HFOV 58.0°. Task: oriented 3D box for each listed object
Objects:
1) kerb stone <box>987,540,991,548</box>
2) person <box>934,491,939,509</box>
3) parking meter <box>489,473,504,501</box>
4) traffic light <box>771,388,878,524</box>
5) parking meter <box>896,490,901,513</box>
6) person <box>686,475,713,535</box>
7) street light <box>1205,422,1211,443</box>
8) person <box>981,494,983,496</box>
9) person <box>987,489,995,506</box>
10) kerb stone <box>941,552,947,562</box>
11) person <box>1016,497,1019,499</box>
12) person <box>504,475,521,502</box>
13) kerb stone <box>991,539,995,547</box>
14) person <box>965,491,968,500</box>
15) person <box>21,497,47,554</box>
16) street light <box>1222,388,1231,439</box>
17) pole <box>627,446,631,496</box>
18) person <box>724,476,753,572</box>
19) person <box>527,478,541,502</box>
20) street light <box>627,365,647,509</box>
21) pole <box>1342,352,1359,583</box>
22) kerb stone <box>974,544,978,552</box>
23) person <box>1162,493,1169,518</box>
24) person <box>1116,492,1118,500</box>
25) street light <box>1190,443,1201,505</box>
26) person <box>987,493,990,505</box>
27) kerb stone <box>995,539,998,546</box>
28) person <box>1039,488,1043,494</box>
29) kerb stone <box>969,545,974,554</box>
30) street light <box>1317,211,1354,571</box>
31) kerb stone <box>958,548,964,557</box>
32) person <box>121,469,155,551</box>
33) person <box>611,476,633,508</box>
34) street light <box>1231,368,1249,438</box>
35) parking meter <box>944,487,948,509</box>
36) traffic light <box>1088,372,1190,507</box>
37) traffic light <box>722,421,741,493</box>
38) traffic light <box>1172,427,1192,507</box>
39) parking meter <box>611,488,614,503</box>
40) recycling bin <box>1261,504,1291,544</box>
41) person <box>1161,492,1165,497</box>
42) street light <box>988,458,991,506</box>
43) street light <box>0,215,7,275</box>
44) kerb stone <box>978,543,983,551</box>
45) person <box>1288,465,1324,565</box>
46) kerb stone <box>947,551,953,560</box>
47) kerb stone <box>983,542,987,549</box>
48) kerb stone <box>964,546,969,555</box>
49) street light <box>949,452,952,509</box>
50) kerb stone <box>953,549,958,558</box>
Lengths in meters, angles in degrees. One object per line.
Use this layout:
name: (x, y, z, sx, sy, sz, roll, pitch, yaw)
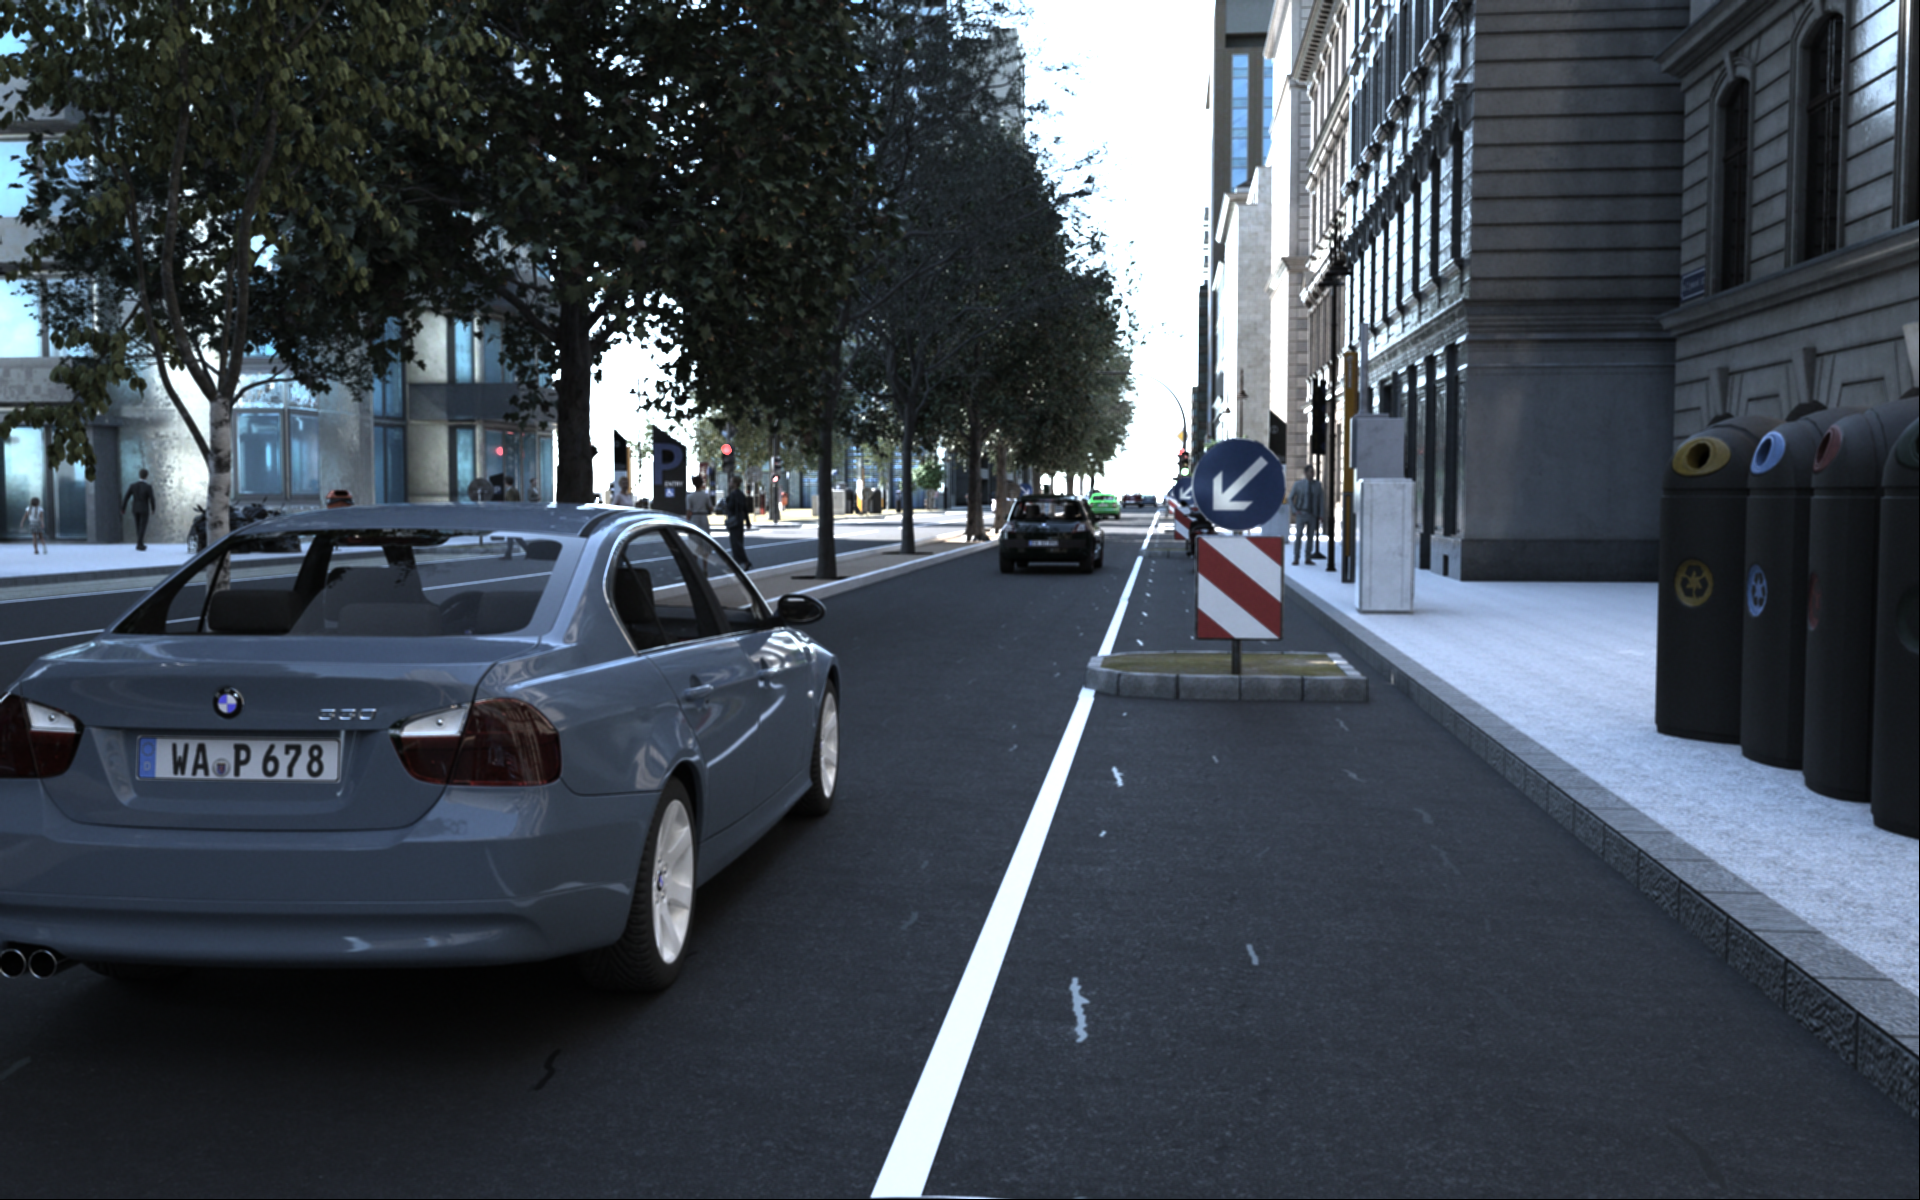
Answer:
kerb stone: (0.636, -1.433, 45.656, 0.120, 0.150, 1.000, 0, 4, 7)
person: (-2.029, -8.518, 145.320, 0.555, 1.821, 0.388, 2, 4, 33)
parking meter: (-12.765, -2.567, 47.686, 0.399, 1.863, 0.255, -1, 4, -23)
traffic light: (-5.806, -6.075, 73.992, 4.771, 5.953, 1.251, 0, 4, 7)
parking meter: (-4.225, -6.764, 119.005, 0.372, 1.533, 0.369, 0, 3, 0)
person: (-4.517, -1.282, 30.024, 0.480, 1.755, 0.524, -1, 4, -16)
street light: (15.898, -8.450, 110.937, 0.468, 5.910, 1.993, 0, 4, 7)
person: (2.121, -11.076, 187.673, 0.617, 1.759, 0.750, 1, 4, 19)
person: (3.583, -11.412, 192.707, 1.350, 1.814, 0.705, 2, 4, 31)
kerb stone: (-0.448, -0.874, 36.485, 0.120, 0.150, 1.000, 0, 4, 7)
person: (5.412, -9.520, 164.972, 0.721, 1.723, 1.217, 3, 5, 40)
person: (-9.759, -1.806, 37.946, 0.836, 1.842, 0.656, -2, 4, -34)
kerb stone: (0.757, -1.491, 46.677, 0.120, 0.150, 1.000, 0, 4, 7)
person: (0.748, -7.981, 139.340, 0.716, 1.782, 0.532, -2, 4, -35)
person: (-19.742, -1.581, 36.914, 0.505, 1.210, 0.382, -1, 4, -22)
street light: (11.665, -6.288, 75.603, 0.468, 5.910, 1.993, 0, 4, 7)
pole: (-14.196, -4.914, 74.183, 0.158, 3.312, 0.155, 0, 3, 0)
person: (-4.095, -1.420, 32.135, 0.534, 1.772, 0.576, 0, 4, -1)
person: (-12.739, -2.771, 51.903, 0.362, 1.759, 0.519, 0, 4, 7)
street light: (-11.484, -5.459, 62.043, 0.468, 5.910, 1.993, 0, 4, 7)
pole: (5.627, -1.904, 24.970, 0.158, 3.312, 0.155, 0, 3, 0)
kerb stone: (0.277, -1.245, 42.594, 0.120, 0.150, 1.000, 0, 4, 7)
person: (11.995, -5.453, 100.260, 0.523, 1.515, 0.503, -3, 4, -36)
person: (23.633, -15.431, 260.793, 0.705, 1.824, 1.348, 1, 4, 11)
street light: (20.774, -11.011, 152.825, 0.468, 5.910, 1.993, 0, 4, 7)
person: (3.436, -11.382, 195.359, 0.991, 1.433, 0.599, 2, 4, 34)
kerb stone: (0.882, -1.559, 47.691, 0.120, 0.150, 1.000, 0, 4, 7)
person: (3.733, -4.290, 79.649, 0.512, 1.701, 0.522, 1, 4, 15)
kerb stone: (0.149, -1.185, 41.580, 0.120, 0.150, 1.000, 0, 4, 7)
street light: (6.173, -3.416, 28.635, 0.468, 5.910, 1.993, 0, 4, 7)
kerb stone: (-0.087, -1.060, 39.534, 0.120, 0.150, 1.000, 0, 4, 7)
person: (-18.591, -2.051, 39.359, 0.659, 1.850, 0.755, 0, 3, 0)
person: (-6.066, -1.294, 30.336, 0.598, 1.740, 0.731, 1, 4, 14)
street light: (10.330, -5.558, 63.663, 0.468, 5.910, 1.993, 0, 4, 7)
parking meter: (-1.208, -8.535, 145.255, 0.255, 1.863, 0.399, 1, 4, 15)
traffic light: (6.224, -5.486, 64.371, 4.771, 5.953, 1.251, 0, 4, 7)
traffic light: (-8.832, -4.731, 66.272, 0.839, 4.253, 0.868, 0, 4, 7)
traffic light: (9.251, -5.093, 72.197, 0.839, 4.253, 0.868, 0, 4, 7)
parking meter: (-15.084, -4.119, 75.749, 0.372, 1.533, 0.369, 0, 3, 0)
recycling bin: (8.209, -1.985, 45.013, 0.722, 1.027, 0.722, 1, 4, 14)
person: (33.638, -16.926, 285.969, 0.721, 1.736, 1.217, -3, 4, -36)
street light: (3.280, -13.087, 186.765, 0.468, 5.910, 1.993, 0, 4, 7)
street light: (-15.564, -3.322, 27.104, 0.468, 5.910, 1.993, 0, 4, 7)
kerb stone: (0.399, -1.310, 43.609, 0.120, 0.150, 1.000, 0, 4, 7)
person: (6.292, -1.548, 31.452, 0.635, 1.810, 0.391, -1, 4, -11)
kerb stone: (-0.334, -0.936, 37.505, 0.120, 0.150, 1.000, 0, 4, 7)
kerb stone: (0.517, -1.369, 44.628, 0.120, 0.150, 1.000, 0, 4, 7)
kerb stone: (0.030, -1.123, 40.557, 0.120, 0.150, 1.000, 0, 4, 7)
street light: (-0.888, -10.906, 151.094, 0.468, 5.910, 1.993, 0, 4, 7)
kerb stone: (-0.212, -0.992, 38.520, 0.120, 0.150, 1.000, 0, 4, 7)
